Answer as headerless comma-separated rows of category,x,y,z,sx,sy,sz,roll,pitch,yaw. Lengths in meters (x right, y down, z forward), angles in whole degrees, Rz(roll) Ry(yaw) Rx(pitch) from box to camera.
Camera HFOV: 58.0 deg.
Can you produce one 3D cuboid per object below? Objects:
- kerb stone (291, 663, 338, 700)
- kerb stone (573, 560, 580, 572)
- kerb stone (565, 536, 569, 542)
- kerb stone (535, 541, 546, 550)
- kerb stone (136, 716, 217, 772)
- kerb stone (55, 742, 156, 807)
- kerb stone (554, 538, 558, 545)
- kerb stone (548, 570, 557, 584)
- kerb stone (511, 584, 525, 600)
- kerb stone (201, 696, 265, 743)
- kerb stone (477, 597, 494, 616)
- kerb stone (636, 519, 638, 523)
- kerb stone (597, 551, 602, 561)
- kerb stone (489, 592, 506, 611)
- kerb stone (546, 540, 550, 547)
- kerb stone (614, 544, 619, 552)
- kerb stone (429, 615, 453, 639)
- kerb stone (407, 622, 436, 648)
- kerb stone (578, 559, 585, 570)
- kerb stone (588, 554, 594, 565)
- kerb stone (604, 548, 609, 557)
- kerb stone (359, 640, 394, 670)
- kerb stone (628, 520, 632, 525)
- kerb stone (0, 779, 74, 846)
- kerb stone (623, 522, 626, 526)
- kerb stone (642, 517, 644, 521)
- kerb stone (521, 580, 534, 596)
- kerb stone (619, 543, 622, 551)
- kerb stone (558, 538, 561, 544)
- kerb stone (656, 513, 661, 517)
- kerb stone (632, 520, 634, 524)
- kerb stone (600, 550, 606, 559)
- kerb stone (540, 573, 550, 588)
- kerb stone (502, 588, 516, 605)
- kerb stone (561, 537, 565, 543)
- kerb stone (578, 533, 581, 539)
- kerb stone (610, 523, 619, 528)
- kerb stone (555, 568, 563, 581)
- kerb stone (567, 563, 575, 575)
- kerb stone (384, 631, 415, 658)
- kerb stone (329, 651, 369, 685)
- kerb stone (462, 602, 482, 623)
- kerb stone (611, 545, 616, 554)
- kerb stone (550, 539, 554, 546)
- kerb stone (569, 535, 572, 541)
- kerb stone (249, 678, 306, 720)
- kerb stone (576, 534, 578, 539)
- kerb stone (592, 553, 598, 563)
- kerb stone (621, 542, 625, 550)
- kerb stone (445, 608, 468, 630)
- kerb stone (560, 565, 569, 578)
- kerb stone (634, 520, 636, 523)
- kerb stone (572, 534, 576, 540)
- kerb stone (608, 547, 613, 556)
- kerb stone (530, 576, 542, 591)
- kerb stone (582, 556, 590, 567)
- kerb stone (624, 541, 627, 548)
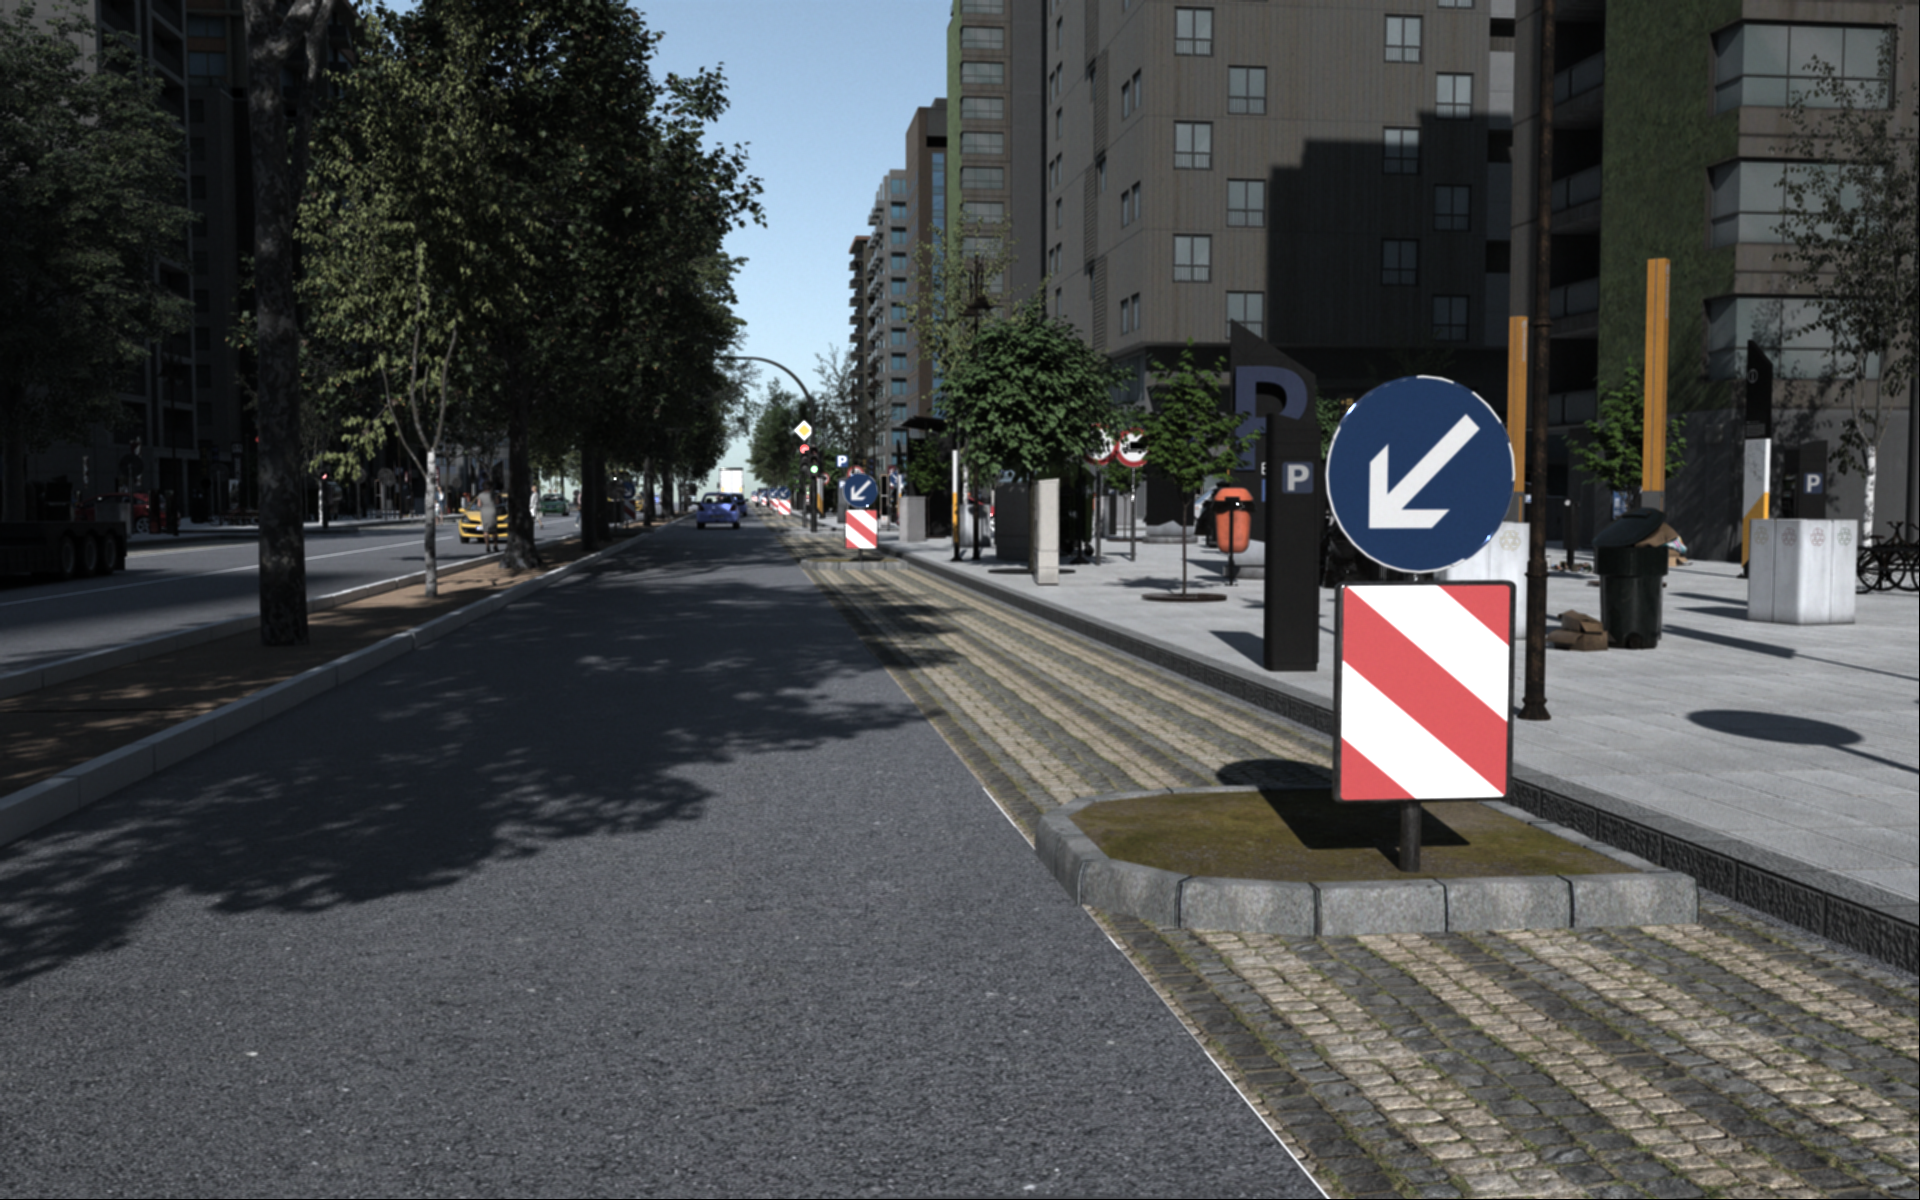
kerb stone,-4.663,0.598,12.443,0.120,0.150,1.000,0,4,-7
kerb stone,-7.124,-0.585,31.765,0.120,0.150,1.000,0,4,-7
kerb stone,-11.676,-1.742,50.861,0.120,0.150,1.000,0,4,-7
kerb stone,-10.894,-1.381,44.770,0.120,0.150,1.000,0,4,-7
kerb stone,-4.264,0.782,9.402,0.120,0.150,1.000,0,4,-7
kerb stone,-4.137,0.845,8.387,0.120,0.150,1.000,0,4,-7
kerb stone,-11.291,-1.567,47.815,0.120,0.150,1.000,0,4,-7
kerb stone,-6.606,-0.336,27.693,0.120,0.150,1.000,0,4,-7
kerb stone,-6.085,-0.087,23.616,0.120,0.150,1.000,0,4,-7
kerb stone,-4.394,0.724,10.416,0.120,0.150,1.000,0,4,-7
kerb stone,-5.695,0.099,20.573,0.120,0.150,1.000,0,4,-7
kerb stone,-16.019,-3.835,84.892,0.120,0.150,1.000,0,4,-7
kerb stone,-7.782,-0.897,36.853,0.120,0.150,1.000,0,4,-7
kerb stone,-5.819,0.037,21.587,0.120,0.150,1.000,0,4,-7
kerb stone,-11.033,-1.442,45.785,0.120,0.150,1.000,0,4,-7
kerb stone,-8.431,-1.209,41.958,0.120,0.150,1.000,0,4,-7
kerb stone,-5.297,0.286,17.526,0.120,0.150,1.000,0,4,-7
kerb stone,-5.170,0.349,16.512,0.120,0.150,1.000,0,4,-7
kerb stone,-7.252,-0.643,32.788,0.120,0.150,1.000,0,4,-7
kerb stone,-7.517,-0.772,34.821,0.120,0.150,1.000,0,4,-7
kerb stone,-8.033,-1.016,38.899,0.120,0.150,1.000,0,4,-7
kerb stone,-4.916,0.477,14.481,0.120,0.150,1.000,0,4,-7
kerb stone,-15.500,-3.580,80.830,0.120,0.150,1.000,0,4,-7
kerb stone,-4.005,0.912,7.373,0.120,0.150,1.000,0,4,-7
kerb stone,-14.979,-3.335,76.762,0.120,0.150,1.000,0,4,-7
kerb stone,-16.661,-4.146,89.986,0.120,0.150,1.000,0,4,-7
kerb stone,-6.214,-0.149,24.632,0.120,0.150,1.000,0,4,-7
kerb stone,-8.554,-1.270,42.975,0.120,0.150,1.000,0,4,-7
kerb stone,-11.421,-1.628,48.829,0.120,0.150,1.000,0,4,-7
kerb stone,-19.656,-5.579,113.415,0.120,0.150,1.000,0,4,-7
kerb stone,-15.629,-3.648,81.844,0.120,0.150,1.000,0,4,-7
kerb stone,-7.901,-0.956,37.885,0.120,0.150,1.000,0,4,-7
kerb stone,-6.474,-0.274,26.680,0.120,0.150,1.000,0,4,-7
kerb stone,-5.956,-0.022,22.601,0.120,0.150,1.000,0,4,-7
kerb stone,-11.548,-1.689,49.846,0.120,0.150,1.000,0,4,-7
kerb stone,-12.192,-2.000,54.922,0.120,0.150,1.000,0,4,-7
kerb stone,-14.334,-3.022,71.688,0.120,0.150,1.000,0,4,-7
kerb stone,-6.733,-0.398,28.711,0.120,0.150,1.000,0,4,-7
kerb stone,-6.992,-0.523,30.752,0.120,0.150,1.000,0,4,-7
kerb stone,-5.056,0.415,15.494,0.120,0.150,1.000,0,4,-7
kerb stone,-4.782,0.534,13.465,0.120,0.150,1.000,0,4,-7
kerb stone,-5.567,0.162,19.559,0.120,0.150,1.000,0,4,-7
kerb stone,-8.295,-1.146,40.939,0.120,0.150,1.000,0,4,-7
kerb stone,-11.153,-1.505,46.802,0.120,0.150,1.000,0,4,-7
kerb stone,-11.808,-1.815,51.877,0.120,0.150,1.000,0,4,-7
kerb stone,-4.525,0.660,11.430,0.120,0.150,1.000,0,4,-7
kerb stone,-12.066,-1.940,53.907,0.120,0.150,1.000,0,4,-7
kerb stone,-7.642,-0.830,35.841,0.120,0.150,1.000,0,4,-7
kerb stone,-8.672,-1.333,43.991,0.120,0.150,1.000,0,4,-7
kerb stone,-5.431,0.224,18.540,0.120,0.150,1.000,0,4,-7
kerb stone,-6.862,-0.457,29.732,0.120,0.150,1.000,0,4,-7
kerb stone,-15.888,-3.772,83.871,0.120,0.150,1.000,0,4,-7
kerb stone,-11.927,-1.877,52.892,0.120,0.150,1.000,0,4,-7
kerb stone,-8.162,-1.082,39.913,0.120,0.150,1.000,0,4,-7
kerb stone,-6.347,-0.212,25.654,0.120,0.150,1.000,0,4,-7
kerb stone,-7.381,-0.709,33.802,0.120,0.150,1.000,0,4,-7
kerb stone,-8.813,-1.393,45.010,0.120,0.150,1.000,0,4,-7
